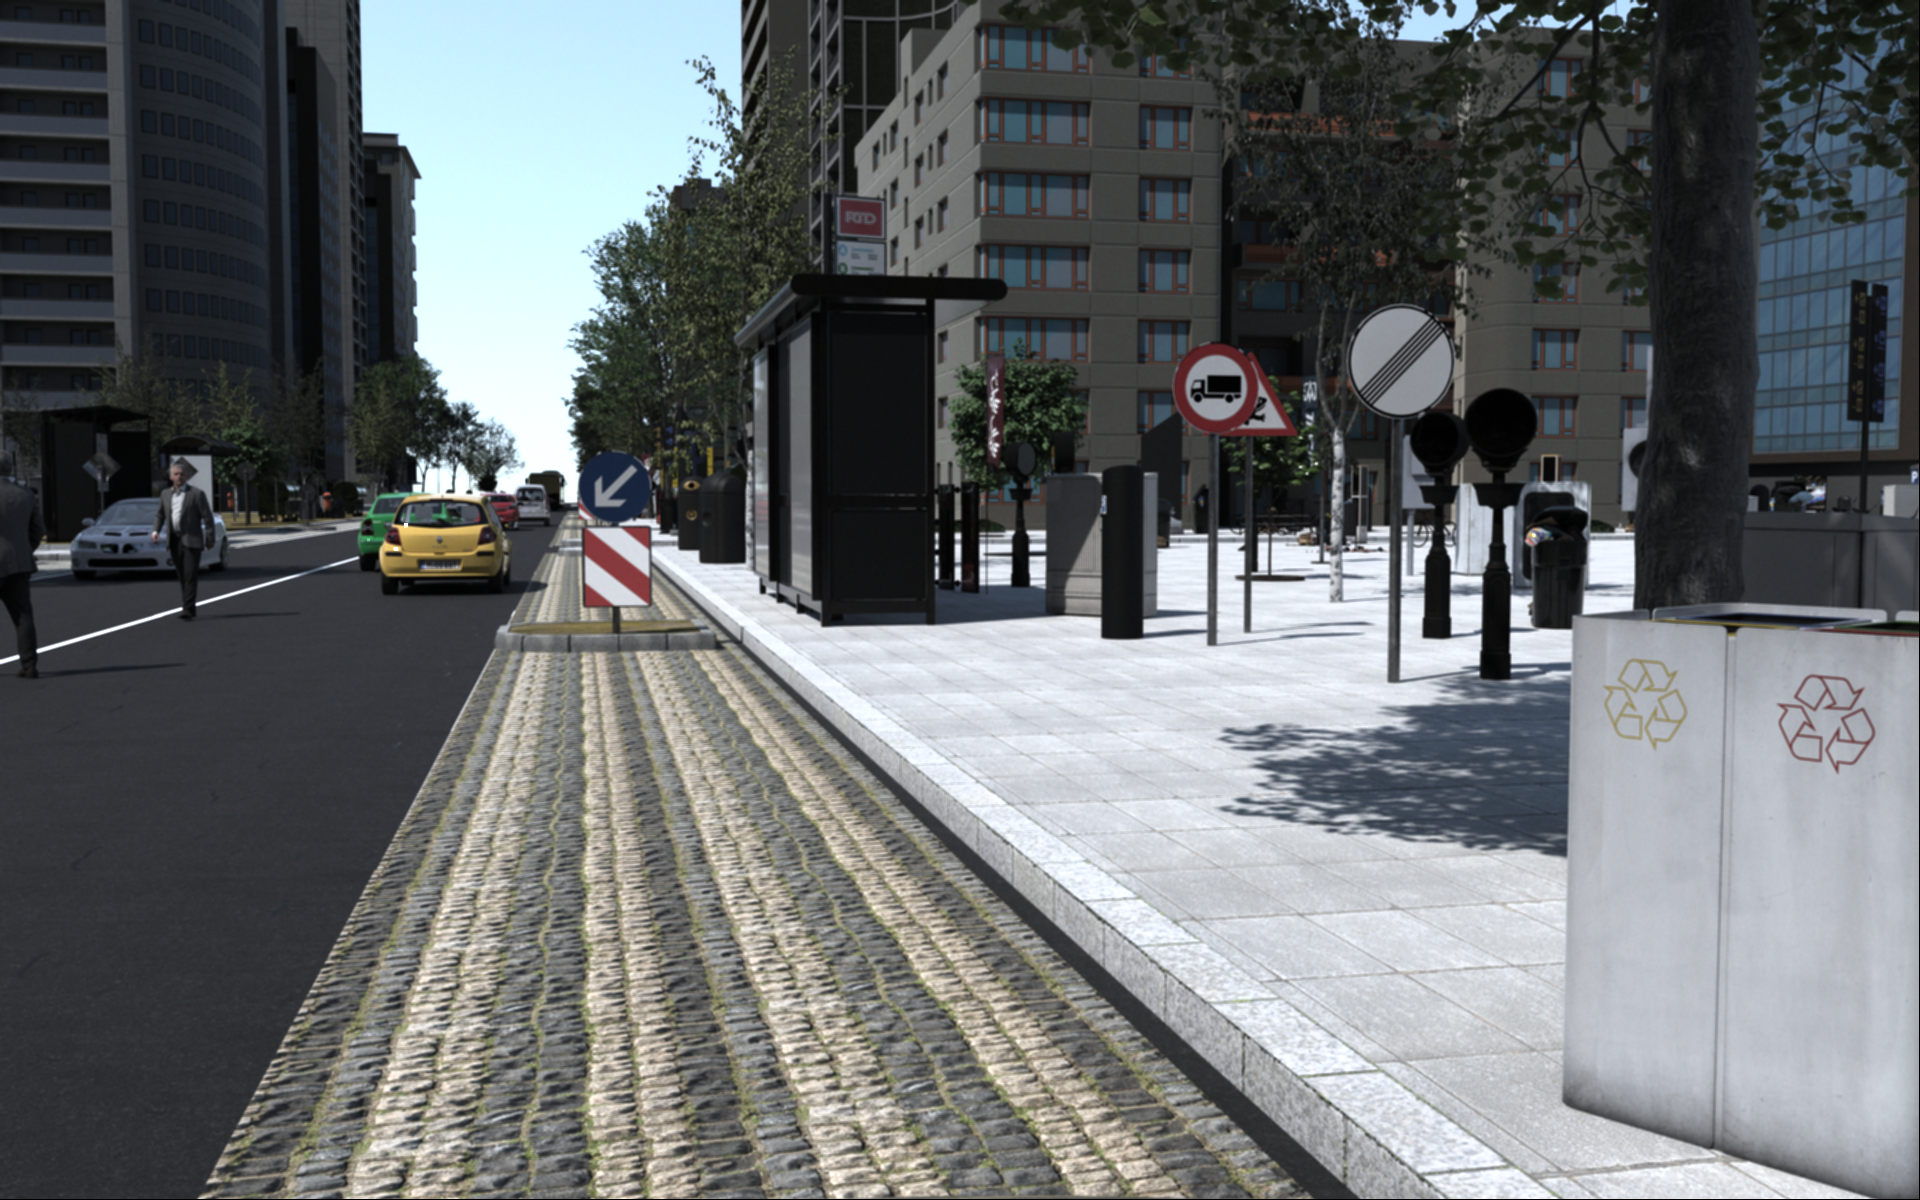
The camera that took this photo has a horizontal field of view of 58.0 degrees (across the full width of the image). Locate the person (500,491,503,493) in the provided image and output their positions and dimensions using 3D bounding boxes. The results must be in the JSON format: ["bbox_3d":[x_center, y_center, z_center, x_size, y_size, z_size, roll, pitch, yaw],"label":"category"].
[{"bbox_3d":[-40.033,-8.671,150.957,1.217,1.739,0.721,2,4,24],"label":"person"}]

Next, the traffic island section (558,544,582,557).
[{"bbox_3d":[-8.411,-1.127,40.714,2.009,0.180,2.903,-1,4,-12],"label":"traffic island section"}]

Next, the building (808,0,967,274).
[{"bbox_3d":[-0.617,-41.288,113.315,20.563,71.187,20.611,-1,4,-12],"label":"building"}]

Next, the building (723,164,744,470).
[{"bbox_3d":[-13.143,-23.448,155.080,14.160,30.474,14.107,-1,4,-12],"label":"building"}]

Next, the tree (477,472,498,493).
[{"bbox_3d":[-69.605,-16.601,255.136,4.285,4.588,4.351,0,3,0],"label":"tree"}]

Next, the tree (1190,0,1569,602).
[{"bbox_3d":[4.702,-4.282,20.367,4.360,8.622,3.978,0,3,0],"label":"tree"}]

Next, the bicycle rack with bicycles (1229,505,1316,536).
[{"bbox_3d":[9.852,-2.520,54.582,2.925,0.926,2.852,2,4,29],"label":"bicycle rack with bicycles"}]

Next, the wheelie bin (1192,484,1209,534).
[{"bbox_3d":[7.846,-2.928,55.788,0.693,1.594,0.980,0,4,-1],"label":"wheelie bin"}]

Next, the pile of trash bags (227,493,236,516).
[{"bbox_3d":[-43.846,-5.567,100.768,3.447,1.369,1.912,-2,4,-29],"label":"pile of trash bags"}]

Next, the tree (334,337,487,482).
[{"bbox_3d":[-44.111,-13.808,136.129,12.009,13.543,11.850,0,3,0],"label":"tree"}]

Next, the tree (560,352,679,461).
[{"bbox_3d":[-26.232,-13.975,135.148,9.857,13.997,8.962,0,3,0],"label":"tree"}]

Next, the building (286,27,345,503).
[{"bbox_3d":[-68.925,-31.784,169.779,14.600,45.320,14.200,-1,4,-12],"label":"building"}]

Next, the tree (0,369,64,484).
[{"bbox_3d":[-55.576,-9.355,103.321,4.360,8.622,3.978,0,3,0],"label":"tree"}]

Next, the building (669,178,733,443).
[{"bbox_3d":[-33.746,-36.429,245.717,14.600,45.320,14.200,-1,4,-12],"label":"building"}]

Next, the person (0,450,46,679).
[{"bbox_3d":[-7.563,-0.285,13.560,0.834,1.777,0.661,2,4,24],"label":"person"}]

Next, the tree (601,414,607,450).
[{"bbox_3d":[-20.616,-9.648,108.107,4.737,8.622,4.395,0,3,0],"label":"tree"}]

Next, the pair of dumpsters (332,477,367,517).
[{"bbox_3d":[-34.867,-5.889,98.778,1.574,2.255,4.437,-1,4,-12],"label":"pair of dumpsters"}]

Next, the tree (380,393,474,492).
[{"bbox_3d":[-46.467,-13.155,149.492,8.767,10.594,7.601,-1,4,-23],"label":"tree"}]

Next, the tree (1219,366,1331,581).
[{"bbox_3d":[4.520,-1.905,25.745,1.663,3.219,1.824,0,3,0],"label":"tree"}]

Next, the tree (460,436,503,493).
[{"bbox_3d":[-57.984,-15.648,206.208,4.737,8.622,4.395,0,3,0],"label":"tree"}]

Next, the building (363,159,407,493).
[{"bbox_3d":[-83.078,-35.736,234.398,14.600,45.320,14.200,-1,4,-12],"label":"building"}]

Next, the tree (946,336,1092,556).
[{"bbox_3d":[1.177,-3.207,36.141,4.285,4.588,4.351,0,3,0],"label":"tree"}]

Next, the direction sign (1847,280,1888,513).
[{"bbox_3d":[9.744,-1.630,18.653,0.876,3.537,0.379,-3,5,-41],"label":"direction sign"}]

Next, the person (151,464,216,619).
[{"bbox_3d":[-8.903,-0.667,19.809,0.661,1.777,0.834,0,4,-7],"label":"person"}]

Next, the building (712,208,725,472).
[{"bbox_3d":[-16.164,-24.290,168.834,14.160,30.474,14.107,-1,4,-12],"label":"building"}]

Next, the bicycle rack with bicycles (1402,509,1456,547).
[{"bbox_3d":[11.956,-1.719,41.490,2.925,0.926,2.852,-3,4,-36],"label":"bicycle rack with bicycles"}]

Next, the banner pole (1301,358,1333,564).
[{"bbox_3d":[6.580,-2.575,32.115,0.401,3.779,0.863,-2,4,-28],"label":"banner pole"}]

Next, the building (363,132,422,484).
[{"bbox_3d":[-94.333,-40.636,253.642,28.713,52.752,27.495,-1,4,-12],"label":"building"}]

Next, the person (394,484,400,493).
[{"bbox_3d":[-20.405,-3.307,62.849,0.678,1.792,0.850,-3,5,-43],"label":"person"}]

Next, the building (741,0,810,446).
[{"bbox_3d":[-5.653,-31.448,137.869,21.300,48.544,21.600,-1,4,-12],"label":"building"}]

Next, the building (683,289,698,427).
[{"bbox_3d":[-30.055,-28.160,232.120,14.160,30.474,14.107,-1,4,-12],"label":"building"}]

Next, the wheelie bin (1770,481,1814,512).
[{"bbox_3d":[19.431,-1.994,40.515,0.980,1.594,0.693,3,4,36],"label":"wheelie bin"}]

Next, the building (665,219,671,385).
[{"bbox_3d":[-34.229,-37.509,267.897,22.147,44.769,28.867,-1,4,-12],"label":"building"}]

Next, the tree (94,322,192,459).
[{"bbox_3d":[-35.384,-7.603,74.666,4.360,8.622,3.978,0,3,0],"label":"tree"}]

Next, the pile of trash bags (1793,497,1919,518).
[{"bbox_3d":[14.327,-1.047,26.870,3.447,1.369,1.912,-1,4,-22],"label":"pile of trash bags"}]

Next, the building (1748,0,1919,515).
[{"bbox_3d":[45.038,-26.144,77.569,14.200,45.320,14.600,-1,4,-12],"label":"building"}]

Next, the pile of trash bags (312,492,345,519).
[{"bbox_3d":[-33.116,-4.939,90.502,1.912,1.369,3.447,-2,4,-24],"label":"pile of trash bags"}]

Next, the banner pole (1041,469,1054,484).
[{"bbox_3d":[2.785,-3.817,52.417,0.863,3.779,0.401,-2,4,-32],"label":"banner pole"}]

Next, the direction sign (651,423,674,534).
[{"bbox_3d":[-9.509,-3.893,55.655,0.876,3.537,0.379,2,4,35],"label":"direction sign"}]

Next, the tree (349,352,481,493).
[{"bbox_3d":[-40.691,-12.259,126.187,9.928,11.665,9.643,0,3,0],"label":"tree"}]

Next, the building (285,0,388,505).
[{"bbox_3d":[-83.029,-47.541,215.539,20.563,71.187,20.611,-1,4,-12],"label":"building"}]

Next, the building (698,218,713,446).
[{"bbox_3d":[-19.694,-25.137,182.693,14.160,30.474,14.107,-1,4,-12],"label":"building"}]

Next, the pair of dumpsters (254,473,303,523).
[{"bbox_3d":[-31.301,-4.714,79.569,1.574,2.255,4.437,-1,4,-12],"label":"pair of dumpsters"}]

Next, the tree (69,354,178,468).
[{"bbox_3d":[-43.985,-8.566,90.417,4.737,8.622,4.395,0,3,0],"label":"tree"}]

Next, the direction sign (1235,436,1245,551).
[{"bbox_3d":[6.478,-2.881,39.098,0.379,3.537,0.876,3,5,44],"label":"direction sign"}]

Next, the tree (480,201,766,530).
[{"bbox_3d":[-10.415,-8.319,61.772,9.928,11.665,9.643,0,3,0],"label":"tree"}]

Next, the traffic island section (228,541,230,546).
[{"bbox_3d":[-20.722,-1.462,46.185,2.009,0.180,2.903,-1,4,-12],"label":"traffic island section"}]

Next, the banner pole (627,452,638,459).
[{"bbox_3d":[-19.781,-6.994,104.375,0.863,3.779,0.401,-1,4,-14],"label":"banner pole"}]

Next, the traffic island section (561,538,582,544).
[{"bbox_3d":[-10.135,-1.604,48.512,2.009,0.180,2.903,-1,4,-12],"label":"traffic island section"}]

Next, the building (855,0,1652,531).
[{"bbox_3d":[11.835,-14.154,76.458,28.899,21.520,27.650,-1,4,-12],"label":"building"}]

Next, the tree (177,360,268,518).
[{"bbox_3d":[-39.429,-8.792,94.106,4.737,8.622,4.395,0,3,0],"label":"tree"}]

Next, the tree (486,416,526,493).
[{"bbox_3d":[-73.104,-21.972,269.607,12.009,13.543,11.850,0,3,0],"label":"tree"}]

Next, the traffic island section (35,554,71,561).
[{"bbox_3d":[-18.999,-0.985,38.387,2.009,0.180,2.903,-1,4,-12],"label":"traffic island section"}]

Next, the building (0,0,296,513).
[{"bbox_3d":[-62.729,-35.795,127.243,21.231,58.520,28.212,-1,4,-12],"label":"building"}]
